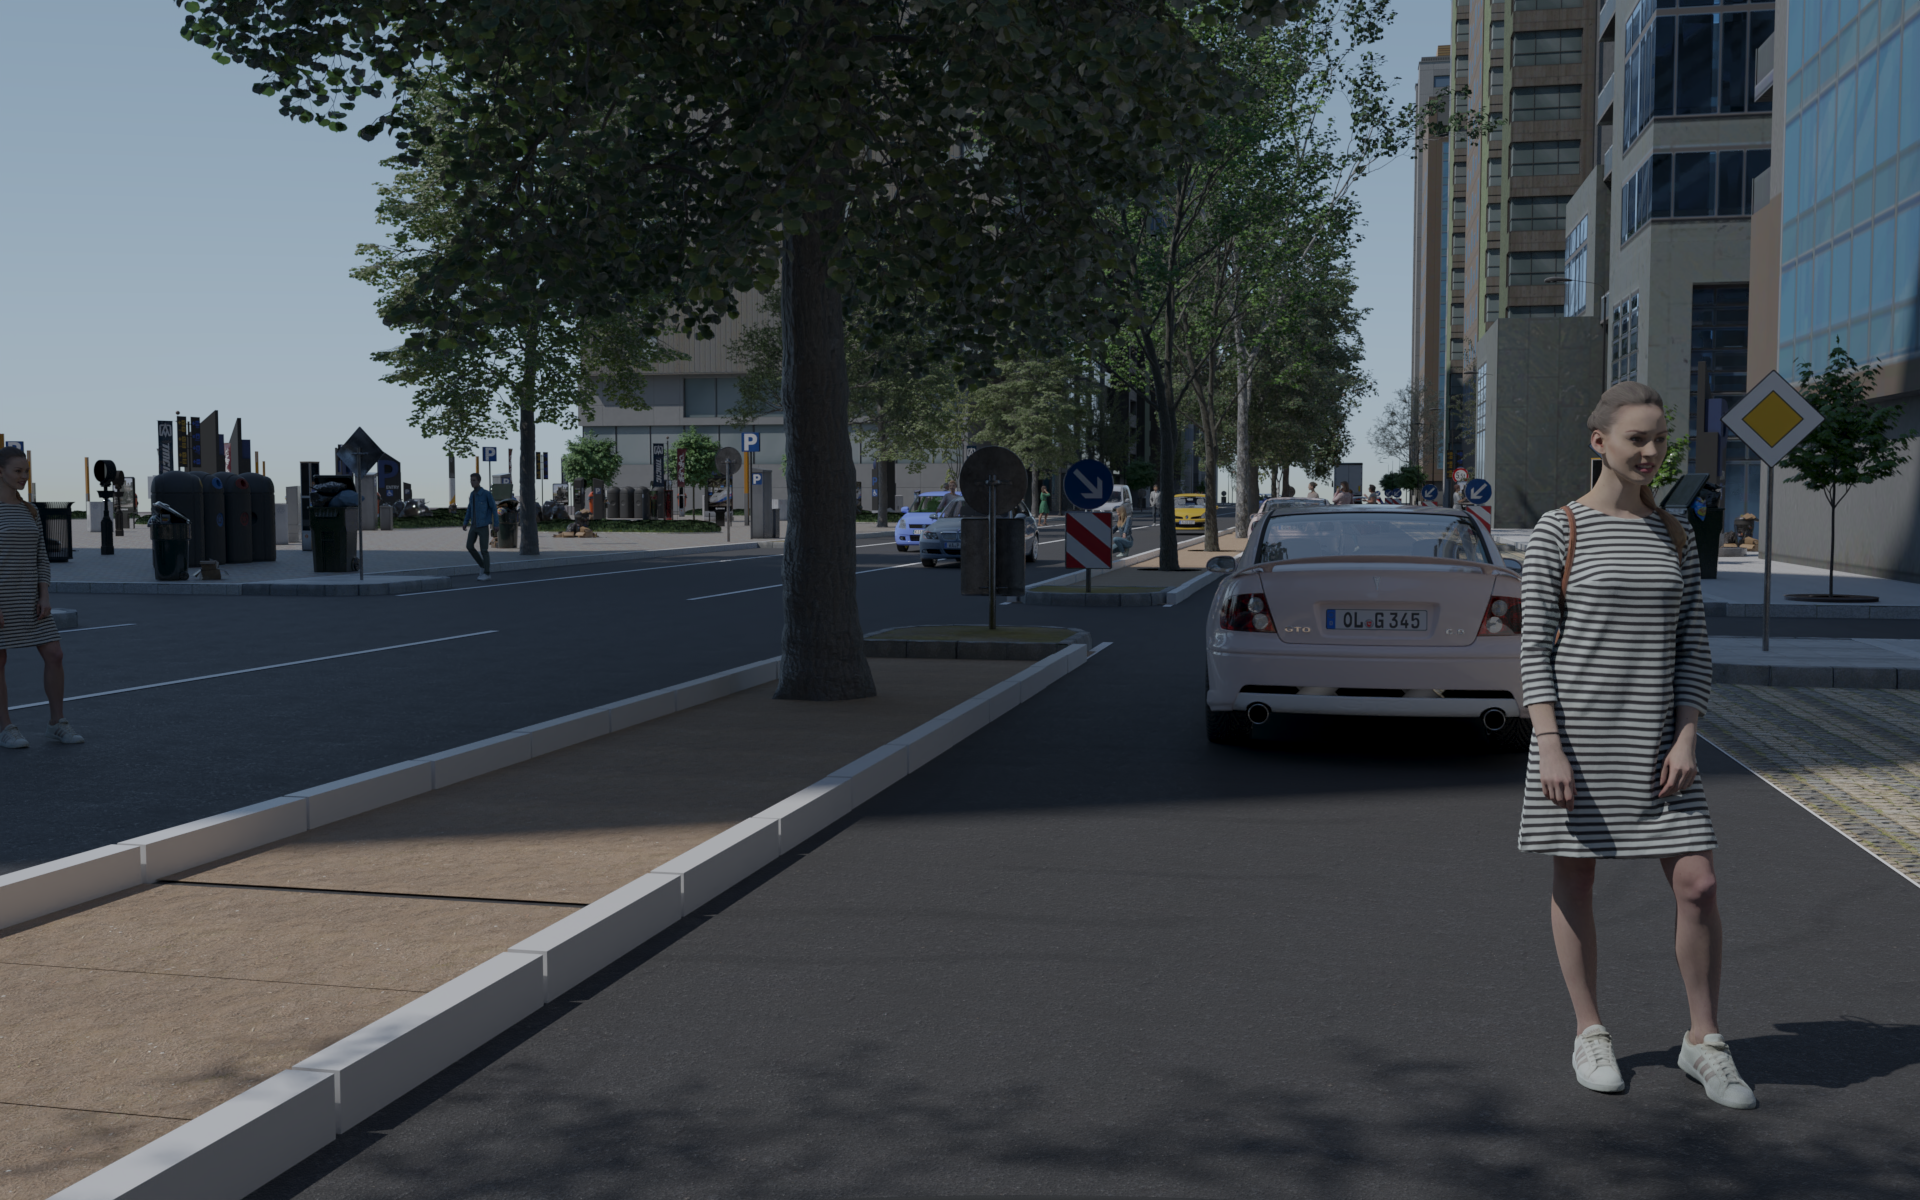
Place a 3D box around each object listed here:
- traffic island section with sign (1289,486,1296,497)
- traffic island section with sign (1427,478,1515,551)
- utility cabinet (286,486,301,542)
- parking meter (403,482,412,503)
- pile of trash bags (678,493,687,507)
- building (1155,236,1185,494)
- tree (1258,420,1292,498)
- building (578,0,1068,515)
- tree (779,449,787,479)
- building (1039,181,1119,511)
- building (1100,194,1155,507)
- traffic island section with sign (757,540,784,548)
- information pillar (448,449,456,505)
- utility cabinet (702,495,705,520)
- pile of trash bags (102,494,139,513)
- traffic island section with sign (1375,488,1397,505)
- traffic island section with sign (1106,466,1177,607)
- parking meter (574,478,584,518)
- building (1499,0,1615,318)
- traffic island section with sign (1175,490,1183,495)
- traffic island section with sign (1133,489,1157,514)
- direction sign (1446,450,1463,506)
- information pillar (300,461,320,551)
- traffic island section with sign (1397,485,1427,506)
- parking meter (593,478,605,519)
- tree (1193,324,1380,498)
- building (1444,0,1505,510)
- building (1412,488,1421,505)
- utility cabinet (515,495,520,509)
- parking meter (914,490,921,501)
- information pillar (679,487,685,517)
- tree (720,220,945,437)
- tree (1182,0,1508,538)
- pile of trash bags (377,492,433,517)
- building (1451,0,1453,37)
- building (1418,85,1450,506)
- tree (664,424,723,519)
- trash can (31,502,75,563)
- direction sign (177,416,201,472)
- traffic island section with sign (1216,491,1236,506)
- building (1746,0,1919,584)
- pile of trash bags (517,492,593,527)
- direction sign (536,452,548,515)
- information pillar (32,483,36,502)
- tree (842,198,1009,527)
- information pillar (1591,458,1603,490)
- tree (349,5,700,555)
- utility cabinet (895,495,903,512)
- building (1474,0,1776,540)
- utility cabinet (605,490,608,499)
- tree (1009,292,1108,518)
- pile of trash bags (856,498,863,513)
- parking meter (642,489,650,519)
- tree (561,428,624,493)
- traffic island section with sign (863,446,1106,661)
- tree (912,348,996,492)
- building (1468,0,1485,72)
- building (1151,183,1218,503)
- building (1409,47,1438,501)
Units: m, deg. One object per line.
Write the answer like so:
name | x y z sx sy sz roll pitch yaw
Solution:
traffic island section with sign | 18.305 -5.398 96.390 2.006 1.907 1.989 1 4 13
traffic island section with sign | 13.023 -2.169 44.084 1.989 1.847 2.006 1 4 13
utility cabinet | -17.747 -2.288 46.095 0.318 1.500 1.173 -1 4 -18
parking meter | -26.416 -4.719 82.864 0.399 1.863 0.255 -1 4 -12
pile of trash bags | -18.121 -5.784 104.326 3.447 1.369 1.912 0 4 3
building | 17.280 -25.686 191.662 14.160 30.474 14.107 1 4 13
tree | 15.493 -8.047 84.392 4.737 8.622 4.395 0 3 0
building | -7.650 -32.215 115.957 28.713 52.752 27.495 1 4 13
tree | -7.640 -6.416 88.620 4.285 4.588 4.351 0 3 0
building | 0.414 -32.067 143.904 23.786 49.044 30.456 1 4 13
building | 10.413 -24.056 165.023 14.160 30.474 14.107 1 4 13
traffic island section with sign | -4.230 -2.334 46.796 1.989 1.847 2.006 1 4 13
information pillar | -26.435 -6.040 90.115 0.183 3.616 0.504 1 4 17
utility cabinet | -12.305 -4.599 86.363 1.020 1.237 0.306 -2 4 -25
pile of trash bags | -51.574 -5.931 106.728 3.447 1.369 1.912 3 5 40
traffic island section with sign | 35.837 -8.367 145.434 1.989 1.847 2.006 1 4 13
traffic island section with sign | 1.809 -0.914 23.078 2.006 1.907 1.989 1 4 13
parking meter | -13.392 -3.375 60.896 0.255 1.863 0.399 0 4 6
building | 33.948 -19.212 85.818 14.160 30.474 14.107 1 4 13
traffic island section with sign | 18.919 -8.623 149.609 1.989 1.847 2.006 1 4 13
traffic island section with sign | 12.921 -6.992 122.948 1.989 1.847 2.006 1 4 13
direction sign | 25.432 -5.940 89.108 0.876 3.537 0.379 -1 4 -8
information pillar | -14.592 -2.106 38.922 0.304 2.012 0.304 2 4 23
traffic island section with sign | 18.939 -3.777 70.384 1.989 1.847 2.006 1 4 13
parking meter | -13.249 -3.540 63.591 0.399 1.863 0.255 0 4 2
tree | 17.431 -10.575 92.373 9.611 12.733 9.660 0 3 0
building | 43.937 -27.316 130.213 14.154 41.232 14.086 1 4 13
building | 70.882 -31.488 206.716 32.217 40.220 23.993 1 4 13
utility cabinet | -21.370 -4.486 84.508 0.306 1.237 1.020 -3 5 -39
parking meter | -2.460 -5.592 99.843 0.372 1.533 0.369 0 3 0
information pillar | -15.767 -5.729 98.156 0.304 2.012 0.304 0 4 1
tree | -4.384 -7.470 56.554 7.601 10.594 8.767 1 4 21
tree | 10.085 -11.974 54.120 12.611 20.169 13.585 0 3 0
pile of trash bags | -23.091 -3.735 70.811 1.912 1.369 3.447 1 4 16
building | 53.033 -37.155 149.477 21.231 58.520 28.212 1 4 13
building | 57.900 -33.014 189.896 14.600 45.320 14.200 1 4 13
tree | -12.233 -5.889 80.003 4.285 4.588 4.351 0 3 0
trash can | -16.993 -1.274 32.484 0.748 1.137 0.748 0 3 0
direction sign | -22.485 -3.583 50.573 0.379 3.537 0.876 1 4 19
traffic island section with sign | 31.038 -11.914 203.427 1.989 1.847 2.006 1 4 13
building | 20.839 -22.907 24.648 14.200 45.320 14.600 1 4 13
pile of trash bags | -15.891 -3.608 68.742 3.447 1.369 1.912 -1 4 -19
direction sign | -22.412 -6.173 92.922 0.379 3.537 0.876 2 4 32
information pillar | -59.497 -6.521 111.114 0.304 2.012 0.304 0 4 -1
tree | -3.228 -9.099 66.901 7.486 12.596 7.792 0 3 0
information pillar | 13.129 -1.896 35.485 0.304 2.012 0.304 -3 4 -39
tree | -8.740 -7.214 36.080 7.486 12.596 7.792 0 3 0
utility cabinet | -3.539 -4.982 92.620 1.020 1.237 0.306 -2 4 -31
building | 29.464 -45.332 53.856 22.319 86.520 31.000 1 4 13
utility cabinet | -19.465 -5.471 98.126 1.173 1.500 0.318 -2 4 -25
tree | 4.101 -10.709 93.222 7.486 12.596 7.792 0 3 0
pile of trash bags | -6.166 -4.583 84.689 1.912 1.369 3.447 -3 5 -40
parking meter | -15.709 -4.790 86.719 0.372 1.533 0.369 0 3 0
tree | -18.333 -6.265 86.141 4.285 4.588 4.351 0 3 0
traffic island section with sign | 0.173 -0.472 15.853 2.006 1.907 1.989 1 4 13
tree | -0.405 -8.329 86.536 4.737 8.622 4.395 0 3 0
building | 41.578 -28.504 116.148 14.600 45.320 14.200 1 4 13
building | 24.365 -42.690 239.981 21.231 58.520 28.212 1 4 13
building | 71.686 -42.257 232.898 21.231 58.520 28.212 1 4 13
